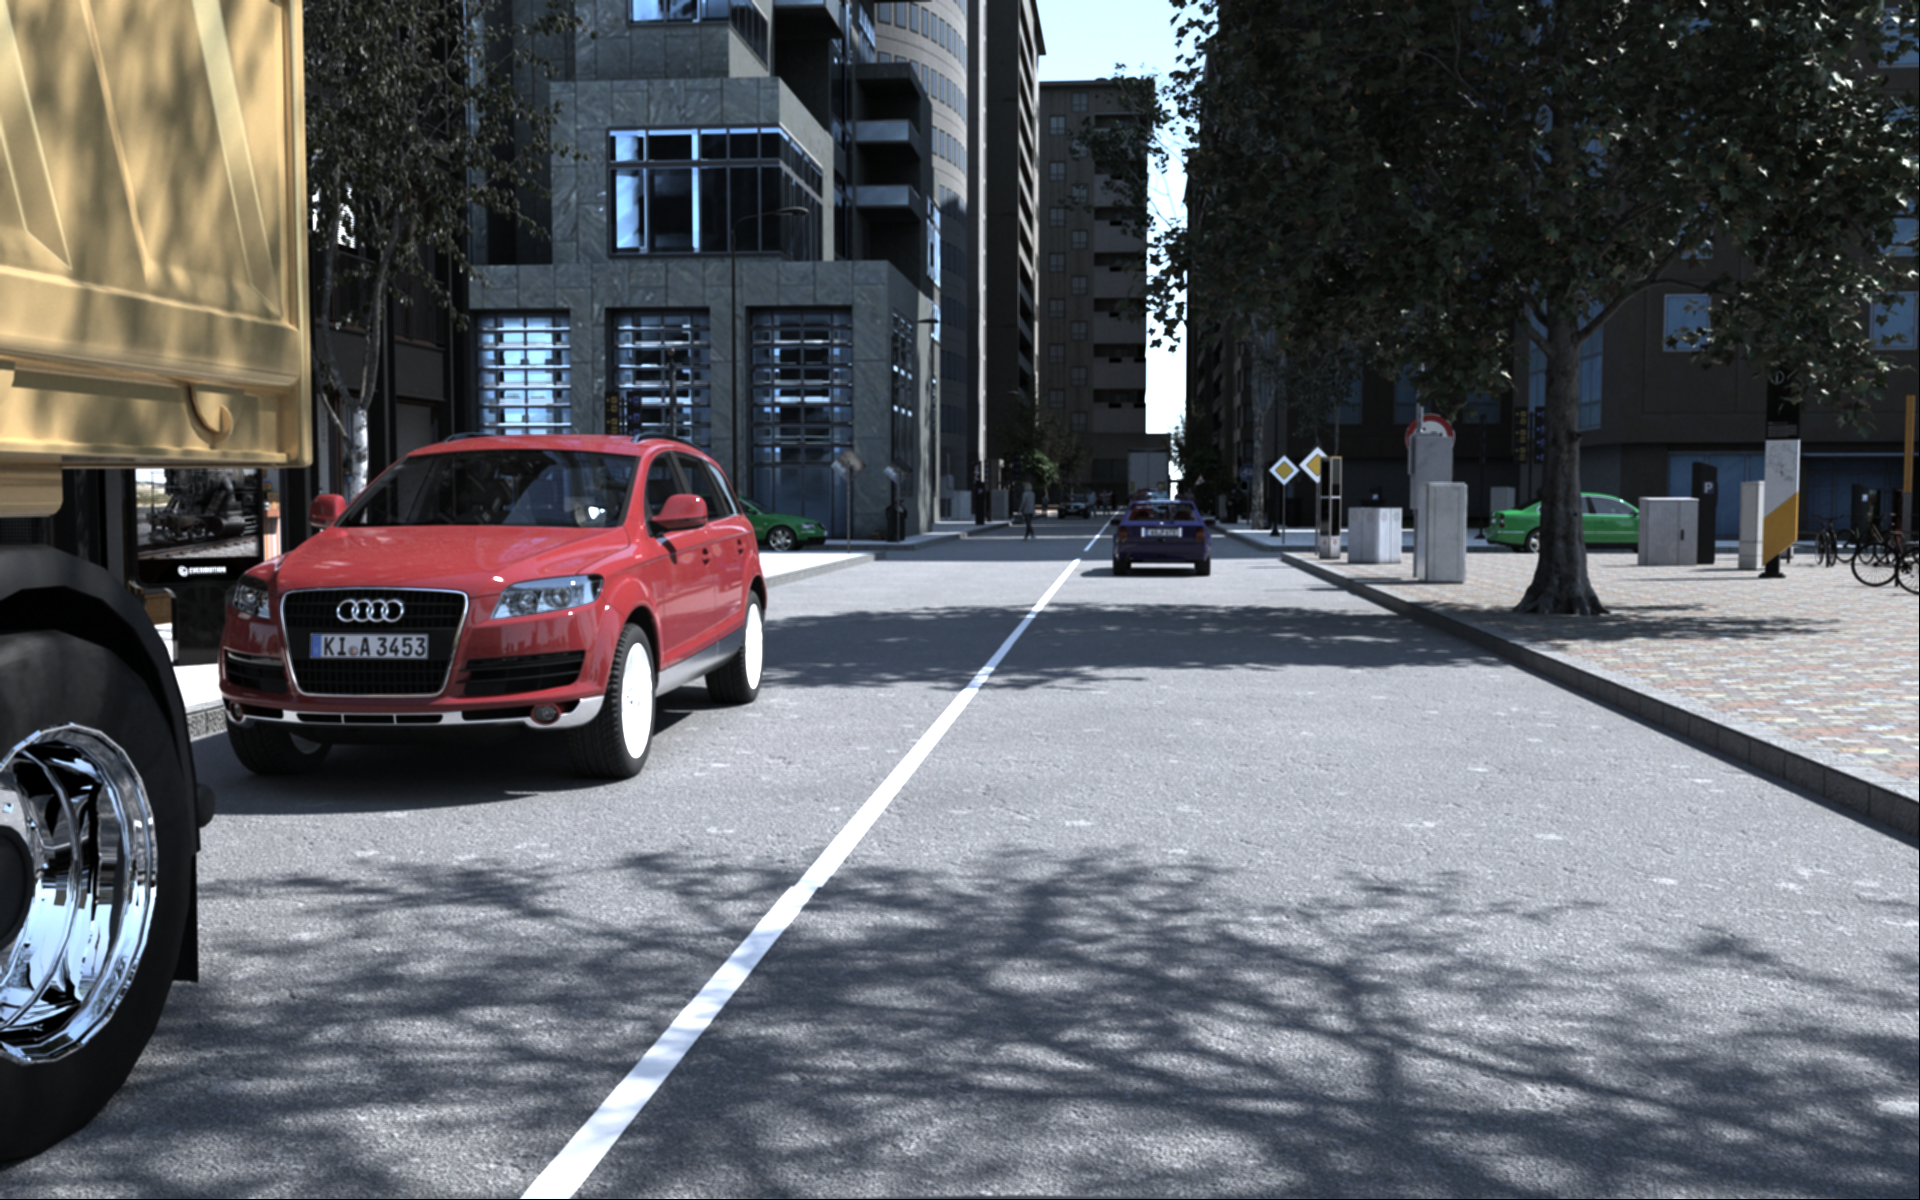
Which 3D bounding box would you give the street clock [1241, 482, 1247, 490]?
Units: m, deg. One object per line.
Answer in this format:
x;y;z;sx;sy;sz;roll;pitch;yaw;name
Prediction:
16.552;-5.873;100.590;0.358;2.002;0.471;-3;5;-39;street clock

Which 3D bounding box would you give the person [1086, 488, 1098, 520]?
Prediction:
7.281;-5.309;95.569;0.793;1.790;0.793;-1;4;-19;person

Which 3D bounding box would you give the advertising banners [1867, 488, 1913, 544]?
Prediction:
24.118;-2.946;44.363;0.090;3.025;2.074;-3;5;-41;advertising banners

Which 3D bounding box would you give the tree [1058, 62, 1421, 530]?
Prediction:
9.607;-12.468;59.747;12.611;20.169;13.585;0;3;0;tree

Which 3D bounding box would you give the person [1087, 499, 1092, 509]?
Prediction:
8.876;-6.743;119.313;0.480;1.755;0.524;-2;4;-28;person

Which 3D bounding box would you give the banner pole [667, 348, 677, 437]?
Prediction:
-4.883;-2.419;29.568;0.401;3.779;0.863;-1;4;-16;banner pole

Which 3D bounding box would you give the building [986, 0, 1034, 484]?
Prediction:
-4.806;-32.312;152.004;21.300;48.544;21.600;0;4;6;building

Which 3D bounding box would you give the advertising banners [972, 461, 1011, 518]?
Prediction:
1.638;-5.802;91.055;2.074;3.025;0.090;0;4;-4;advertising banners

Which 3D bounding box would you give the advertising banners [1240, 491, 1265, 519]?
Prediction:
15.103;-5.573;87.302;2.074;3.025;0.090;2;4;31;advertising banners

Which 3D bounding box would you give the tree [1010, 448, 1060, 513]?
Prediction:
4.868;-8.340;120.078;4.285;4.588;4.351;0;3;0;tree

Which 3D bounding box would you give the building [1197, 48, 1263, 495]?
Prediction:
35.712;-33.964;179.006;21.300;48.544;21.600;0;4;6;building

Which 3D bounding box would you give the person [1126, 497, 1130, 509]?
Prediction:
16.042;-9.331;164.301;0.697;1.427;0.421;-3;5;-41;person

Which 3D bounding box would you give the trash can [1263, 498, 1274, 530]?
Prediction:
10.925;-3.101;62.348;0.748;1.137;0.748;0;3;0;trash can

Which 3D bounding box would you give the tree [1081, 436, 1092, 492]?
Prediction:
10.199;-13.410;169.615;4.360;8.622;3.978;0;3;0;tree

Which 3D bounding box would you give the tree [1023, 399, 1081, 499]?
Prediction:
6.654;-11.115;132.098;4.360;8.622;3.978;0;3;0;tree

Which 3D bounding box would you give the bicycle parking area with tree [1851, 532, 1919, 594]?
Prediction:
15.740;-2.020;20.027;9.016;4.147;8.231;1;4;20;bicycle parking area with tree

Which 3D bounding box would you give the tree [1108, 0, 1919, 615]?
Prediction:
6.413;-6.207;18.488;9.611;12.733;9.660;0;3;0;tree

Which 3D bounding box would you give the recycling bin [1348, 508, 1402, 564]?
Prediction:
7.678;-1.193;32.060;0.722;1.027;0.722;-3;4;-37;recycling bin

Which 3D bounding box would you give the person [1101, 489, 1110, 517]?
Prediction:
9.239;-6.156;109.743;0.643;1.750;0.593;0;4;2;person

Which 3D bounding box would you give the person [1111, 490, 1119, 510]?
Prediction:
13.841;-8.996;155.545;0.705;1.831;1.348;-2;4;-25;person

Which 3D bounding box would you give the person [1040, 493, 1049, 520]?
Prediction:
4.742;-5.269;97.243;0.523;1.515;0.503;2;4;29;person

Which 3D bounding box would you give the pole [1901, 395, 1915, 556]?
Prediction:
19.621;-2.569;35.844;0.158;3.312;0.155;0;3;0;pole

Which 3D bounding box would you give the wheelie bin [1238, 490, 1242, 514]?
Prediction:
16.875;-5.986;105.771;0.980;1.594;0.693;-3;5;-43;wheelie bin

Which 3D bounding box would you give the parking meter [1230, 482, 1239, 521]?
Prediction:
12.868;-4.618;81.221;0.399;1.863;0.255;1;4;15;parking meter

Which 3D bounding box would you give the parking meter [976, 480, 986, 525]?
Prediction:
0.852;-4.056;72.023;0.399;1.863;0.255;0;4;-6;parking meter

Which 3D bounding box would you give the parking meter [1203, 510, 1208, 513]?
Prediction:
16.464;-6.589;116.143;0.372;1.533;0.369;0;3;0;parking meter

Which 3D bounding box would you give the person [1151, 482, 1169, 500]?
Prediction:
6.457;-2.894;55.840;0.660;1.820;0.620;-1;4;-14;person

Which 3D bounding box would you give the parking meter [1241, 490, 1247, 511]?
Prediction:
16.365;-5.574;99.541;0.372;1.533;0.369;0;3;0;parking meter

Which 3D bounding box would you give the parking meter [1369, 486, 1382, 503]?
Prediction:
12.700;-2.726;52.989;0.372;1.533;0.369;0;3;0;parking meter

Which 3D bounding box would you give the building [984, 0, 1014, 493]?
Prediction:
-6.379;-42.327;130.299;20.563;71.187;20.611;0;4;6;building

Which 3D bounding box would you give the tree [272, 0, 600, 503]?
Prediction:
-5.419;-3.994;15.658;4.360;8.622;3.978;0;3;0;tree

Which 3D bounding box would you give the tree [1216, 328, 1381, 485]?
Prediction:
10.007;-5.935;47.397;4.360;8.622;3.978;0;3;0;tree

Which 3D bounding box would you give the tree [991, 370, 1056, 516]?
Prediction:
3.730;-9.358;103.368;4.737;8.622;4.395;0;3;0;tree

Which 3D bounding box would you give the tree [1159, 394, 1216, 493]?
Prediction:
17.119;-10.825;127.344;4.360;8.622;3.978;0;3;0;tree

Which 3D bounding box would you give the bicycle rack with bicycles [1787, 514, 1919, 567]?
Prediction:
16.272;-1.090;31.212;2.852;0.926;2.925;0;4;6;bicycle rack with bicycles

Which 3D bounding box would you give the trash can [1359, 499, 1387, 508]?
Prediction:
11.205;-2.164;47.036;0.748;1.137;0.748;0;3;0;trash can

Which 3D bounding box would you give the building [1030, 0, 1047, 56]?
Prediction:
-5.504;-36.129;179.939;27.495;52.752;28.713;0;4;6;building

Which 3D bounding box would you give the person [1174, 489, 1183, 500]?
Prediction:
13.246;-5.849;104.969;0.563;1.720;0.643;1;4;16;person

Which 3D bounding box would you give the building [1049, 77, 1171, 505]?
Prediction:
12.948;-38.616;220.613;27.495;52.752;28.713;0;4;6;building

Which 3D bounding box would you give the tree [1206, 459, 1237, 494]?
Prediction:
14.530;-6.128;94.791;1.663;3.219;1.824;0;3;0;tree

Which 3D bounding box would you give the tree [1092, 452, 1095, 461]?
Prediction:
12.773;-14.905;194.065;4.360;8.622;3.978;0;3;0;tree

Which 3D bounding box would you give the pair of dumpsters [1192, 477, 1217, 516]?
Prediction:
14.549;-6.105;102.309;1.574;2.255;4.437;0;4;6;pair of dumpsters

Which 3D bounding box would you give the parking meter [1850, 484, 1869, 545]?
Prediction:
22.904;-2.184;44.111;0.372;1.533;0.369;0;3;0;parking meter

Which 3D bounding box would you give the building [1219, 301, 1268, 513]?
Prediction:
34.580;-17.586;132.572;27.650;21.520;28.899;0;4;6;building

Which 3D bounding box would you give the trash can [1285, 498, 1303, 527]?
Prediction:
12.848;-3.369;66.742;0.748;1.137;0.748;0;3;0;trash can

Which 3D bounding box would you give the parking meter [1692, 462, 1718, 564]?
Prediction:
13.593;-1.586;31.641;0.399;1.863;0.255;-1;4;-12;parking meter

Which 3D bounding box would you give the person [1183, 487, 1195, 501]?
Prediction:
10.925;-4.548;83.221;0.716;1.782;0.532;-1;4;-10;person

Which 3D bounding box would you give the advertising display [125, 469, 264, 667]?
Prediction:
-5.719;-0.475;12.978;0.123;1.923;0.974;3;5;44;advertising display

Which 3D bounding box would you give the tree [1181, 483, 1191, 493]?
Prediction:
20.739;-9.790;154.663;1.663;3.219;1.824;0;3;0;tree

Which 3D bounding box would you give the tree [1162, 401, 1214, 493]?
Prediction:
17.793;-11.236;134.069;4.737;8.622;4.395;0;3;0;tree

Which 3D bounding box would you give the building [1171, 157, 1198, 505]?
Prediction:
40.565;-34.200;213.793;28.867;44.769;22.147;0;4;6;building

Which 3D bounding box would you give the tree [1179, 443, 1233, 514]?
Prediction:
15.787;-7.760;110.594;4.285;4.588;4.351;0;3;0;tree

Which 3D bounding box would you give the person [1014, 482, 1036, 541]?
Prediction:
2.025;-2.685;52.577;0.709;1.800;0.728;-3;5;-41;person
